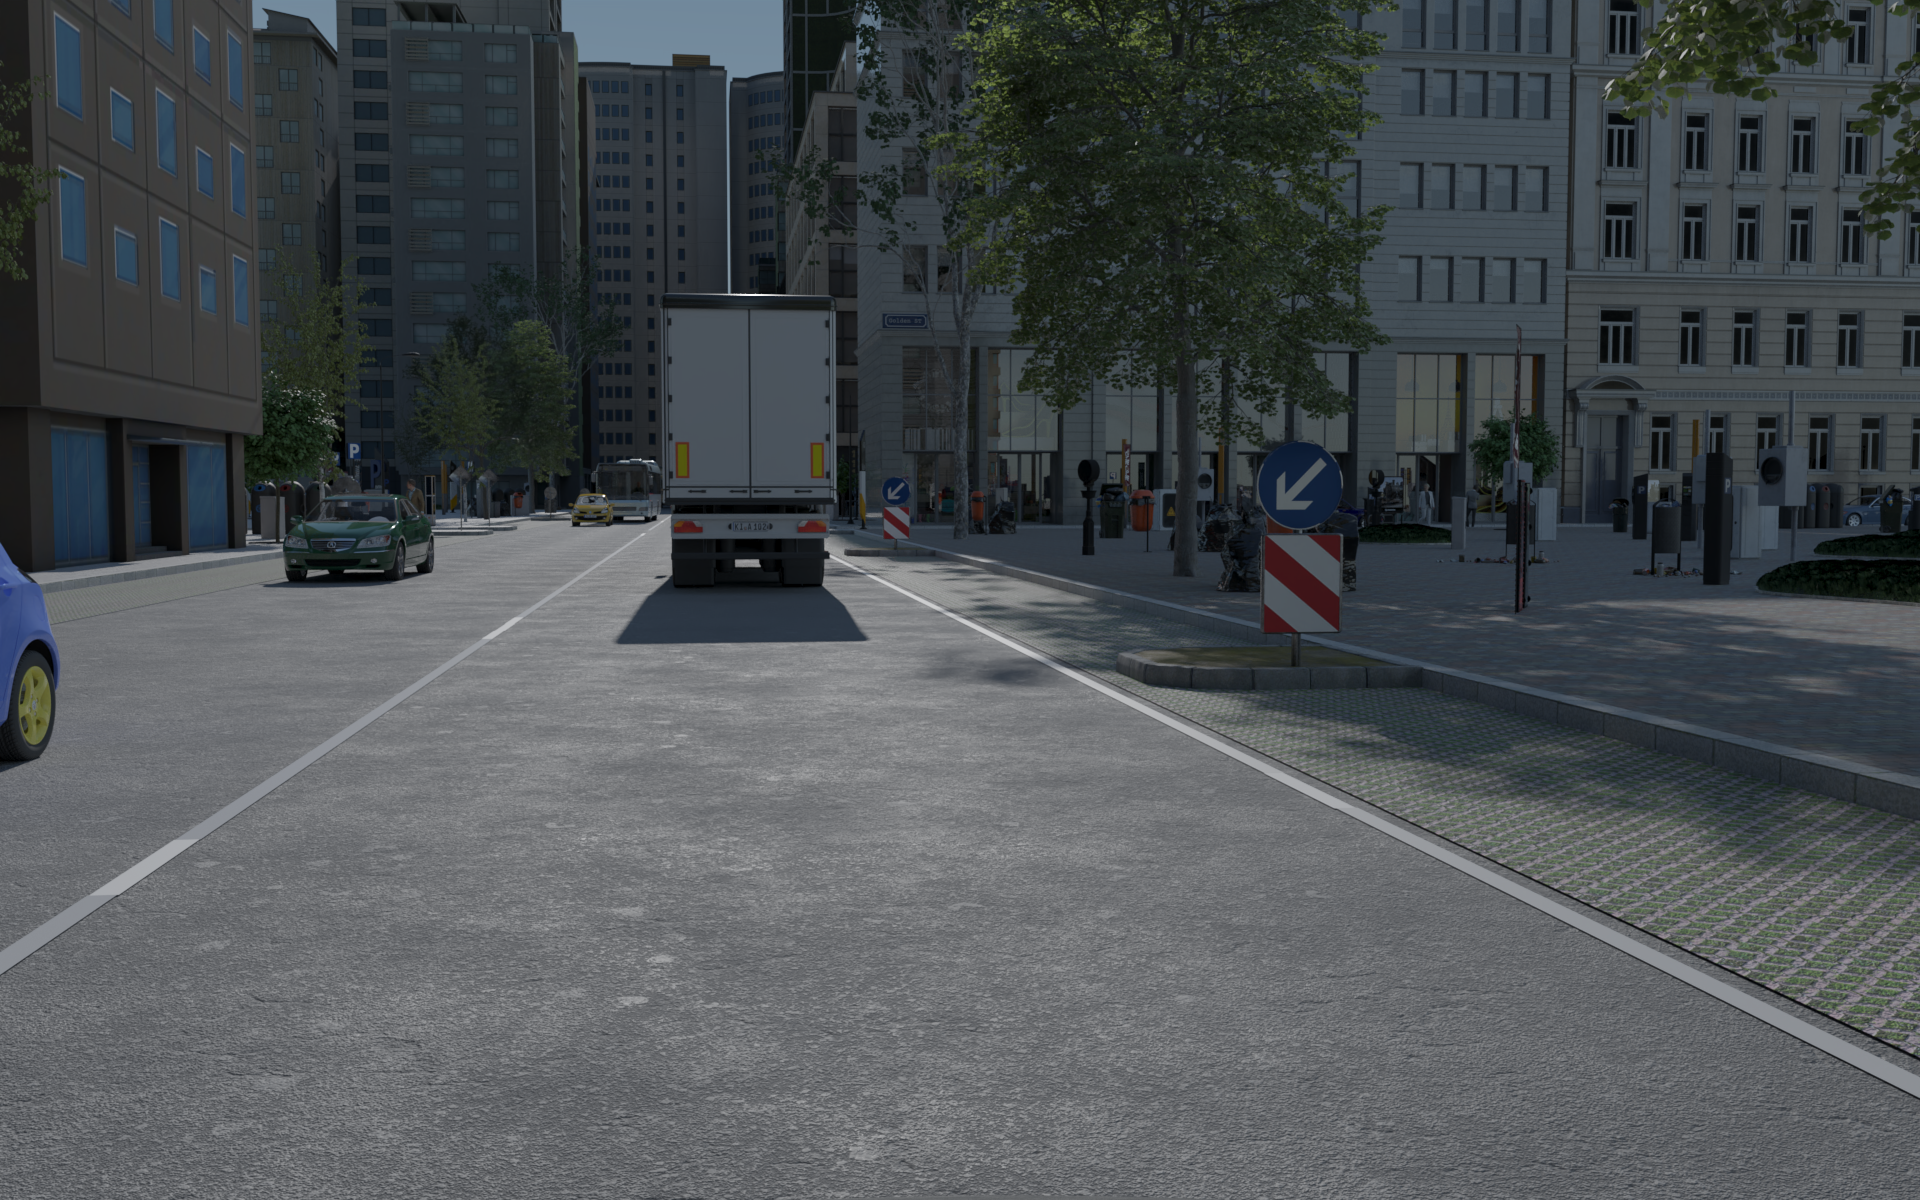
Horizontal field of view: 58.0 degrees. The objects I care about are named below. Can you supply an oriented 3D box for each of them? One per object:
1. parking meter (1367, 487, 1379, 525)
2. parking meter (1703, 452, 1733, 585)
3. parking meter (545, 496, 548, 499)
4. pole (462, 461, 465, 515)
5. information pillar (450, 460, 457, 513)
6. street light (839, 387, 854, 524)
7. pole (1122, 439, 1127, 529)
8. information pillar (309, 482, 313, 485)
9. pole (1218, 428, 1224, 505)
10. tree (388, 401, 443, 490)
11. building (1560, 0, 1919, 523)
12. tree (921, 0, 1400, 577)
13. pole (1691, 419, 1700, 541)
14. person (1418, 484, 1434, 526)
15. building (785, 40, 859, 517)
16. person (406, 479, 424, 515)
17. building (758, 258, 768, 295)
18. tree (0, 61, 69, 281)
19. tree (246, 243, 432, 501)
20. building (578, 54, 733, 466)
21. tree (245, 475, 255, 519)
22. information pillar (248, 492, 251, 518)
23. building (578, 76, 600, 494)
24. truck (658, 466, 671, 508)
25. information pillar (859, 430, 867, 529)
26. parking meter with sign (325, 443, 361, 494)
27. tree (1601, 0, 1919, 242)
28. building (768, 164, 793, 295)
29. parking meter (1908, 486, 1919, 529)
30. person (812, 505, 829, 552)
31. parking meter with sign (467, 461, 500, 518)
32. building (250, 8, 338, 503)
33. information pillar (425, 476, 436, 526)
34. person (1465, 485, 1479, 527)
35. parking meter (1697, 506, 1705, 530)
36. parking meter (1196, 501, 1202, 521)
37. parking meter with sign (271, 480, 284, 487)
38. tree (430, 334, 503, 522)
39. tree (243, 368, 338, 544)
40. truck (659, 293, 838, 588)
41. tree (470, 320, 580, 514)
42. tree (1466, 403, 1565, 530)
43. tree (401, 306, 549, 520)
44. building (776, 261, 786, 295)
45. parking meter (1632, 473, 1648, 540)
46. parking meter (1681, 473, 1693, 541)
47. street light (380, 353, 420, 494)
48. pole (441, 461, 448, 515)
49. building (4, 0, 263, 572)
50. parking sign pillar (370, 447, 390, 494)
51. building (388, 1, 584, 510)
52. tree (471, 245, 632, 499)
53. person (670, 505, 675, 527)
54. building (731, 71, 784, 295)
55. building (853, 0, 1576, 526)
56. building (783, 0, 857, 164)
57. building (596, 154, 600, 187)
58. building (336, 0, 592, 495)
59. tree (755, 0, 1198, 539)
[{"bbox_3d":[14.361,-3.170,60.245,0.372,1.533,0.369,0,3,0],"label":"parking meter"},{"bbox_3d":[10.739,-1.151,24.534,0.399,1.863,0.255,-3,5,-45],"label":"parking meter"},{"bbox_3d":[-29.869,-7.157,125.426,0.372,1.533,0.369,0,3,0],"label":"parking meter"},{"bbox_3d":[-30.833,-6.953,107.530,0.158,3.312,0.155,0,3,0],"label":"pole"},{"bbox_3d":[-34.627,-7.769,118.369,0.183,3.616,0.504,3,5,39],"label":"information pillar"},{"bbox_3d":[-5.203,-6.187,73.694,1.470,5.913,1.316,-1,4,-8],"label":"street light"},{"bbox_3d":[6.092,-4.305,64.224,0.158,3.312,0.155,0,3,0],"label":"pole"},{"bbox_3d":[-38.449,-6.018,102.894,0.304,2.012,0.304,0,4,-5],"label":"information pillar"},{"bbox_3d":[8.032,-3.637,53.301,0.158,3.312,0.155,0,3,0],"label":"pole"},{"bbox_3d":[-42.251,-11.219,133.797,4.360,8.622,3.978,0,3,0],"label":"tree"},{"bbox_3d":[35.060,-18.132,82.366,20.117,28.700,13.634,-1,4,-8],"label":"building"},{"bbox_3d":[3.144,-6.638,26.662,7.486,12.596,7.792,0,3,0],"label":"tree"},{"bbox_3d":[20.110,-3.276,47.407,0.158,3.312,0.155,0,3,0],"label":"pole"},{"bbox_3d":[18.398,-3.677,68.499,0.514,1.842,0.818,-2,4,-26],"label":"person"},{"bbox_3d":[-0.906,-18.883,113.248,19.350,26.468,34.151,-1,4,-8],"label":"building"},{"bbox_3d":[-15.032,-2.396,47.589,0.656,1.842,0.836,-1,4,-10],"label":"person"},{"bbox_3d":[-17.836,-27.011,213.334,14.160,30.474,14.107,-1,4,-8],"label":"building"},{"bbox_3d":[-15.407,-4.587,25.368,4.737,8.622,4.395,0,3,0],"label":"tree"},{"bbox_3d":[-18.794,-6.114,50.322,4.737,8.622,4.395,0,3,0],"label":"tree"},{"bbox_3d":[-45.647,-42.344,234.329,28.212,58.520,21.231,-1,4,-8],"label":"building"},{"bbox_3d":[-35.926,-5.726,88.214,1.663,3.219,1.824,0,3,0],"label":"tree"},{"bbox_3d":[-39.071,-6.321,94.705,0.504,3.616,0.183,-1,4,-16],"label":"information pillar"},{"bbox_3d":[-45.538,-32.530,181.970,14.600,45.320,14.200,-1,4,-8],"label":"building"},{"bbox_3d":[-30.150,-11.571,178.103,2.839,4.237,11.283,-1,4,-9],"label":"truck"},{"bbox_3d":[-3.541,-4.380,62.961,0.183,3.616,0.504,1,4,13],"label":"information pillar"},{"bbox_3d":[-21.419,-3.870,59.542,1.738,3.016,0.543,2,4,28],"label":"parking meter with sign"},{"bbox_3d":[5.578,-5.499,8.029,7.486,12.596,7.792,0,3,0],"label":"tree"},{"bbox_3d":[-9.489,-23.451,155.126,14.160,30.474,14.107,-1,4,-8],"label":"building"},{"bbox_3d":[27.083,-2.487,49.069,0.372,1.533,0.369,0,3,0],"label":"parking meter"},{"bbox_3d":[-3.575,-2.064,42.347,0.635,1.810,0.391,2,4,26],"label":"person"},{"bbox_3d":[-25.557,-5.919,93.035,0.543,3.016,1.738,3,5,39],"label":"parking meter with sign"},{"bbox_3d":[-83.486,-37.124,196.215,27.495,52.752,28.713,-1,4,-8],"label":"building"},{"bbox_3d":[-21.230,-3.972,69.434,0.304,2.012,0.304,0,4,5],"label":"information pillar"},{"bbox_3d":[20.029,-3.618,67.832,0.592,1.802,0.473,1,4,20],"label":"person"},{"bbox_3d":[26.501,-3.264,61.773,0.372,1.533,0.369,0,3,0],"label":"parking meter"},{"bbox_3d":[8.829,-3.562,63.951,0.255,1.863,0.399,0,4,-7],"label":"parking meter"},{"bbox_3d":[-35.614,-5.757,90.393,0.543,3.016,1.738,3,5,40],"label":"parking meter with sign"},{"bbox_3d":[-22.714,-7.863,78.923,4.737,8.622,4.395,0,3,0],"label":"tree"},{"bbox_3d":[-17.837,-3.754,45.086,4.285,4.588,4.351,0,3,0],"label":"tree"},{"bbox_3d":[-3.726,-2.508,29.920,2.839,4.237,11.283,0,4,-8],"label":"truck"},{"bbox_3d":[-28.400,-11.917,112.965,7.486,12.596,7.792,0,3,0],"label":"tree"},{"bbox_3d":[19.851,-4.784,61.931,4.285,4.588,4.351,0,3,0],"label":"tree"},{"bbox_3d":[-24.062,-9.300,86.473,7.601,10.594,8.767,0,4,-4],"label":"tree"},{"bbox_3d":[-8.061,-18.852,137.901,12.332,23.373,15.834,-1,4,-8],"label":"building"},{"bbox_3d":[19.186,-2.641,48.897,0.399,1.863,0.255,1,4,10],"label":"parking meter"},{"bbox_3d":[19.805,-2.538,47.202,0.255,1.863,0.399,1,4,22],"label":"parking meter"},{"bbox_3d":[-18.424,-5.160,56.912,1.470,5.913,1.316,-1,4,-8],"label":"street light"},{"bbox_3d":[-31.682,-6.872,106.207,0.158,3.312,0.155,0,3,0],"label":"pole"},{"bbox_3d":[-22.634,-23.395,32.622,14.600,45.320,14.200,-1,4,-8],"label":"building"},{"bbox_3d":[-32.868,-6.710,98.185,1.447,3.967,1.447,3,5,41],"label":"parking sign pillar"},{"bbox_3d":[-39.993,-28.395,147.847,14.154,41.232,14.086,-1,4,-8],"label":"building"},{"bbox_3d":[-29.138,-16.745,129.672,12.611,20.169,13.585,0,3,0],"label":"tree"},{"bbox_3d":[-12.392,-4.108,75.894,0.641,1.798,0.478,-1,4,-14],"label":"person"},{"bbox_3d":[-17.299,-42.605,238.596,28.212,58.520,21.231,-1,4,-8],"label":"building"},{"bbox_3d":[10.601,-18.326,77.118,29.804,29.767,11.434,-1,4,-8],"label":"building"},{"bbox_3d":[-8.962,-44.858,171.677,20.563,71.187,20.611,-1,4,-8],"label":"building"},{"bbox_3d":[-55.641,-33.586,203.754,28.867,44.769,22.147,-1,4,-8],"label":"building"},{"bbox_3d":[-45.969,-44.361,163.555,20.563,71.187,20.611,-1,4,-8],"label":"building"},{"bbox_3d":[0.506,-11.881,50.140,12.611,20.169,13.585,0,3,0],"label":"tree"}]
